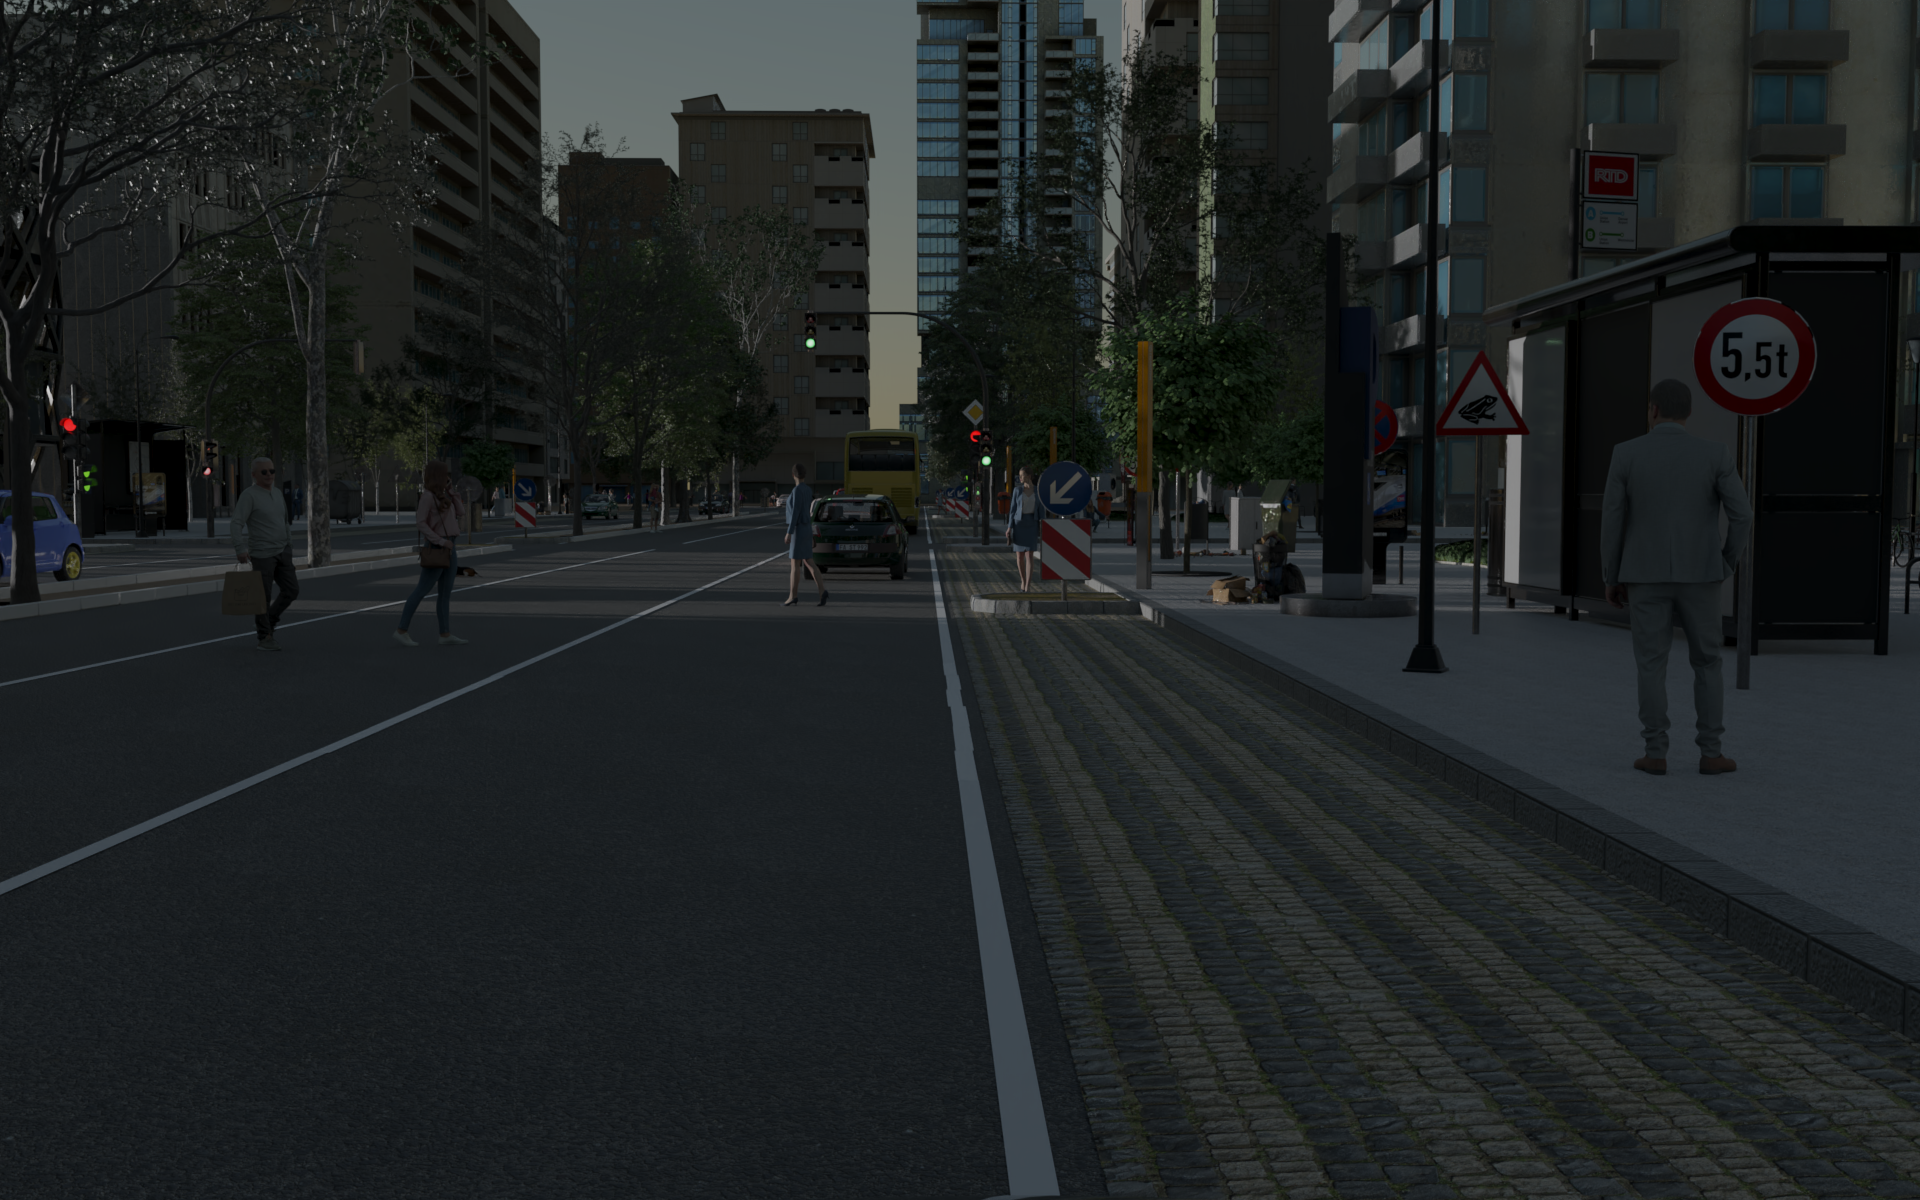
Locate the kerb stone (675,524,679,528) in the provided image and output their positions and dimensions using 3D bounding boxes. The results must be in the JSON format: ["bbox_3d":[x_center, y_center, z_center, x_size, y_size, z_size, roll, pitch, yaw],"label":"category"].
[{"bbox_3d":[-12.047,-3.090,72.712,0.120,0.150,1.000,0,4,-1],"label":"kerb stone"}]

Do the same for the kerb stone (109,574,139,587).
[{"bbox_3d":[-13.150,-0.296,27.036,0.120,0.150,1.000,0,4,-1],"label":"kerb stone"}]

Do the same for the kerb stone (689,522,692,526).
[{"bbox_3d":[-12.142,-3.341,76.814,0.120,0.150,1.000,0,4,-1],"label":"kerb stone"}]

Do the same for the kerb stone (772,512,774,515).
[{"bbox_3d":[-13.043,-5.910,118.831,0.120,0.150,1.000,0,4,-1],"label":"kerb stone"}]

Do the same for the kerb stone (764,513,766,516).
[{"bbox_3d":[-12.915,-5.531,112.681,0.120,0.150,1.000,0,4,-1],"label":"kerb stone"}]

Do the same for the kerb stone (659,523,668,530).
[{"bbox_3d":[-11.975,-2.902,69.641,0.120,0.150,1.000,0,4,-1],"label":"kerb stone"}]

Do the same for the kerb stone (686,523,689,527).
[{"bbox_3d":[-12.115,-3.275,75.791,0.120,0.150,1.000,0,4,-1],"label":"kerb stone"}]

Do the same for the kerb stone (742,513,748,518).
[{"bbox_3d":[-12.665,-4.844,101.401,0.120,0.150,1.000,0,4,-1],"label":"kerb stone"}]

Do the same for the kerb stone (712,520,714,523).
[{"bbox_3d":[-12.312,-3.838,85.004,0.120,0.150,1.000,0,4,-1],"label":"kerb stone"}]

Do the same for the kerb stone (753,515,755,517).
[{"bbox_3d":[-12.758,-5.087,105.508,0.120,0.150,1.000,0,4,-1],"label":"kerb stone"}]

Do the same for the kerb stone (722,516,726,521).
[{"bbox_3d":[-12.427,-4.153,90.117,0.120,0.150,1.000,0,4,-1],"label":"kerb stone"}]

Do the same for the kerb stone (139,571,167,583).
[{"bbox_3d":[-13.169,-0.359,28.060,0.120,0.150,1.000,0,4,-1],"label":"kerb stone"}]

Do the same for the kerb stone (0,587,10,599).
[{"bbox_3d":[-13.080,-0.108,23.968,0.120,0.150,1.000,0,4,-1],"label":"kerb stone"}]

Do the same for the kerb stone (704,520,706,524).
[{"bbox_3d":[-12.250,-3.649,81.938,0.120,0.150,1.000,0,4,-1],"label":"kerb stone"}]

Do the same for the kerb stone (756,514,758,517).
[{"bbox_3d":[-12.805,-5.219,107.558,0.120,0.150,1.000,0,4,-1],"label":"kerb stone"}]

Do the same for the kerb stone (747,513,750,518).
[{"bbox_3d":[-12.694,-4.907,102.432,0.120,0.150,1.000,0,4,-1],"label":"kerb stone"}]

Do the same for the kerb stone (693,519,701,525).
[{"bbox_3d":[-12.198,-3.528,79.889,0.120,0.150,1.000,0,4,-1],"label":"kerb stone"}]

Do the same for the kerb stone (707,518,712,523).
[{"bbox_3d":[-12.292,-3.779,83.982,0.120,0.150,1.000,0,4,-1],"label":"kerb stone"}]

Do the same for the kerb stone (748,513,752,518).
[{"bbox_3d":[-12.713,-4.968,103.454,0.120,0.150,1.000,0,4,-1],"label":"kerb stone"}]

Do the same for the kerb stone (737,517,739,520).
[{"bbox_3d":[-12.549,-4.530,96.265,0.120,0.150,1.000,0,4,-1],"label":"kerb stone"}]

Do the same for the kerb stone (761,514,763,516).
[{"bbox_3d":[-12.870,-5.409,110.624,0.120,0.150,1.000,0,4,-1],"label":"kerb stone"}]

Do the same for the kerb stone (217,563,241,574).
[{"bbox_3d":[-13.231,-0.546,31.125,0.120,0.150,1.000,0,4,-1],"label":"kerb stone"}]

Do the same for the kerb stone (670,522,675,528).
[{"bbox_3d":[-12.021,-3.024,71.690,0.120,0.150,1.000,0,4,-1],"label":"kerb stone"}]

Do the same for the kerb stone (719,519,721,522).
[{"bbox_3d":[-12.378,-4.029,88.072,0.120,0.150,1.000,0,4,-1],"label":"kerb stone"}]

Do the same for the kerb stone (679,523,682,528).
[{"bbox_3d":[-12.058,-3.148,73.737,0.120,0.150,1.000,0,4,-1],"label":"kerb stone"}]

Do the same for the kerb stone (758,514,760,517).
[{"bbox_3d":[-12.830,-5.282,108.580,0.120,0.150,1.000,0,4,-1],"label":"kerb stone"}]

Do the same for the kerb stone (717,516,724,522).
[{"bbox_3d":[-12.404,-4.090,89.094,0.120,0.150,1.000,0,4,-1],"label":"kerb stone"}]

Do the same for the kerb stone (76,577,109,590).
[{"bbox_3d":[-13.124,-0.234,26.014,0.120,0.150,1.000,0,4,-1],"label":"kerb stone"}]

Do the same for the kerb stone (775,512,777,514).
[{"bbox_3d":[-13.084,-6.034,120.875,0.120,0.150,1.000,0,4,-1],"label":"kerb stone"}]

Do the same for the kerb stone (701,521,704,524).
[{"bbox_3d":[-12.221,-3.591,80.911,0.120,0.150,1.000,0,4,-1],"label":"kerb stone"}]

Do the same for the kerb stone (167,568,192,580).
[{"bbox_3d":[-13.204,-0.421,29.081,0.120,0.150,1.000,0,4,-1],"label":"kerb stone"}]

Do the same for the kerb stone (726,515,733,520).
[{"bbox_3d":[-12.492,-4.342,93.192,0.120,0.150,1.000,0,4,-1],"label":"kerb stone"}]

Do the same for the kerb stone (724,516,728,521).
[{"bbox_3d":[-12.441,-4.214,91.143,0.120,0.150,1.000,0,4,-1],"label":"kerb stone"}]

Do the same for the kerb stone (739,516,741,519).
[{"bbox_3d":[-12.576,-4.593,97.293,0.120,0.150,1.000,0,4,-1],"label":"kerb stone"}]

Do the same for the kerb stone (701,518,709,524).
[{"bbox_3d":[-12.270,-3.716,82.960,0.120,0.150,1.000,0,4,-1],"label":"kerb stone"}]

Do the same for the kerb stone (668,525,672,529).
[{"bbox_3d":[-12.006,-2.965,70.668,0.120,0.150,1.000,0,4,-1],"label":"kerb stone"}]

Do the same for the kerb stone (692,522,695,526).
[{"bbox_3d":[-12.148,-3.400,77.837,0.120,0.150,1.000,0,4,-1],"label":"kerb stone"}]

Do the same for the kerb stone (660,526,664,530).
[{"bbox_3d":[-11.957,-2.839,68.611,0.120,0.150,1.000,0,4,-1],"label":"kerb stone"}]

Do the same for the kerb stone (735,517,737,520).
[{"bbox_3d":[-12.537,-4.466,95.238,0.120,0.150,1.000,0,4,-1],"label":"kerb stone"}]

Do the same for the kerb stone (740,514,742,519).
[{"bbox_3d":[-12.603,-4.656,98.321,0.120,0.150,1.000,0,4,-1],"label":"kerb stone"}]

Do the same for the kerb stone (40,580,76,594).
[{"bbox_3d":[-13.106,-0.171,24.992,0.120,0.150,1.000,0,4,-1],"label":"kerb stone"}]

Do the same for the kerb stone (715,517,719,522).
[{"bbox_3d":[-12.359,-3.966,87.050,0.120,0.150,1.000,0,4,-1],"label":"kerb stone"}]

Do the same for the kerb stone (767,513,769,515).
[{"bbox_3d":[-12.953,-5.660,114.737,0.120,0.150,1.000,0,4,-1],"label":"kerb stone"}]

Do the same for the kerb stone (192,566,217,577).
[{"bbox_3d":[-13.216,-0.484,30.103,0.120,0.150,1.000,0,4,-1],"label":"kerb stone"}]

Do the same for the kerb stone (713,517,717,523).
[{"bbox_3d":[-12.327,-3.904,86.026,0.120,0.150,1.000,0,4,-1],"label":"kerb stone"}]

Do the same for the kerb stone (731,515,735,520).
[{"bbox_3d":[-12.519,-4.405,94.216,0.120,0.150,1.000,0,4,-1],"label":"kerb stone"}]

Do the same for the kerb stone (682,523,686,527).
[{"bbox_3d":[-12.081,-3.215,74.767,0.120,0.150,1.000,0,4,-1],"label":"kerb stone"}]

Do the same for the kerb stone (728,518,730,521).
[{"bbox_3d":[-12.464,-4.280,92.170,0.120,0.150,1.000,0,4,-1],"label":"kerb stone"}]

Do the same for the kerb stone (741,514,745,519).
[{"bbox_3d":[-12.617,-4.716,99.354,0.120,0.150,1.000,0,4,-1],"label":"kerb stone"}]

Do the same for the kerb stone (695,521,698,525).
[{"bbox_3d":[-12.176,-3.465,78.863,0.120,0.150,1.000,0,4,-1],"label":"kerb stone"}]

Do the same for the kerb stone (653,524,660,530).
[{"bbox_3d":[-11.935,-2.771,67.581,0.120,0.150,1.000,0,4,-1],"label":"kerb stone"}]
